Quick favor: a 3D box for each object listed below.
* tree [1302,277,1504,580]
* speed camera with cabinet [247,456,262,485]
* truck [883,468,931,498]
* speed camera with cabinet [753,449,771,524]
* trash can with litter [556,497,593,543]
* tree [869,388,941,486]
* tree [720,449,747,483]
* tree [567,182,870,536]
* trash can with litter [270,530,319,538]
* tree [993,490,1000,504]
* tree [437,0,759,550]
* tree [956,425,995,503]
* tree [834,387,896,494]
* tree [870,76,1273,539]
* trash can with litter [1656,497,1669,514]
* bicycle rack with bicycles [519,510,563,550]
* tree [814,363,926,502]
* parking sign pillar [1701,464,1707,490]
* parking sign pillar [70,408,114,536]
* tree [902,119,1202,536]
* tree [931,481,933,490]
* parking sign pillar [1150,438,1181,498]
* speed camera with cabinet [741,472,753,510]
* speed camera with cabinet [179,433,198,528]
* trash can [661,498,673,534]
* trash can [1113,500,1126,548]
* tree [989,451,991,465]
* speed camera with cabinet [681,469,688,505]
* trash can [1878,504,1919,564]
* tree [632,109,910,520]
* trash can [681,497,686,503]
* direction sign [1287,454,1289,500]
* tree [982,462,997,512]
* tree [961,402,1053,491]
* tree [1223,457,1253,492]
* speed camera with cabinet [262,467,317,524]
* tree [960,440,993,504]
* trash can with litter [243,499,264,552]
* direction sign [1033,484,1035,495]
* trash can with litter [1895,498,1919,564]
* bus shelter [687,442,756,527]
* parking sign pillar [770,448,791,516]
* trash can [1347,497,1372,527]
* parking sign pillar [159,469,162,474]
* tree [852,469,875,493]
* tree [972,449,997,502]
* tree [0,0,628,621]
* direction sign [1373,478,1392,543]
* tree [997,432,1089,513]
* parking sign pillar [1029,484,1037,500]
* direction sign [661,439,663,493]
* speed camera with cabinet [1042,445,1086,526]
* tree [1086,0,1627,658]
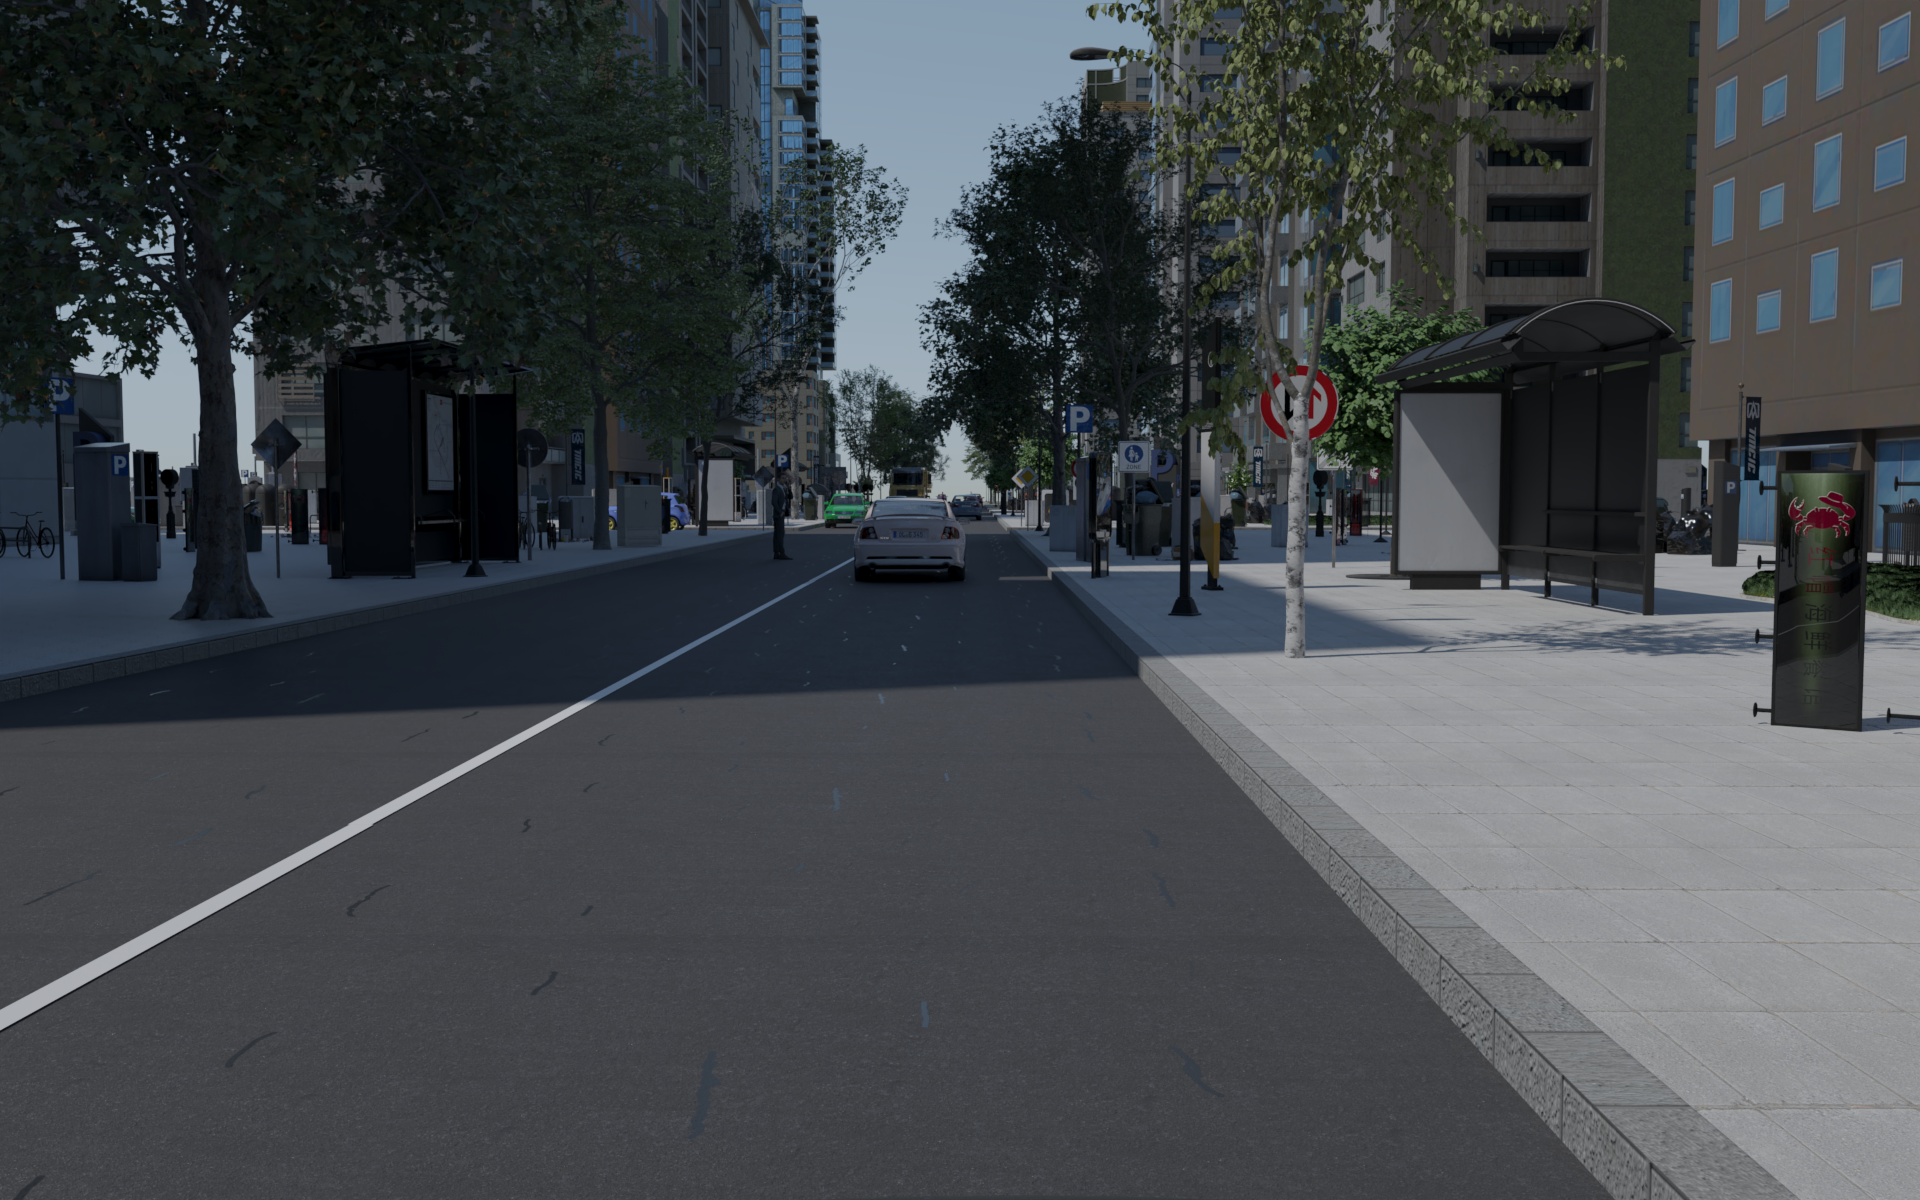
[{"bbox_3d":[6.579,-2.608,26.350,4.285,4.588,4.351,0,3,0],"label":"tree"},{"bbox_3d":[-37.250,-5.835,89.742,2.038,3.252,0.660,-1,4,-12],"label":"speed camera with cabinet"},{"bbox_3d":[-3.653,-8.117,128.640,3.469,3.379,9.791,0,4,2],"label":"truck"},{"bbox_3d":[-8.523,-4.940,75.097,0.660,3.252,2.038,0,4,-8],"label":"speed camera with cabinet"},{"bbox_3d":[-10.305,-2.183,46.754,1.678,1.210,2.233,2,4,27],"label":"trash can with litter"},{"bbox_3d":[-6.606,-18.202,204.260,9.857,13.997,8.962,0,3,0],"label":"tree"},{"bbox_3d":[-17.142,-8.666,125.396,4.285,4.588,4.351,0,3,0],"label":"tree"},{"bbox_3d":[-7.842,-7.226,52.557,8.767,10.594,7.601,-1,4,-14],"label":"tree"},{"bbox_3d":[-19.685,-2.484,51.672,1.678,1.210,2.233,-1,4,-21],"label":"trash can with litter"},{"bbox_3d":[4.820,-14.633,233.842,1.663,3.219,1.824,0,3,0],"label":"tree"},{"bbox_3d":[-8.697,-7.442,39.801,7.486,12.596,7.792,0,3,0],"label":"tree"},{"bbox_3d":[4.626,-23.750,244.199,12.611,20.169,13.585,0,3,0],"label":"tree"},{"bbox_3d":[-6.701,-10.232,117.655,4.360,8.622,3.978,0,3,0],"label":"tree"},{"bbox_3d":[3.608,-6.396,38.984,7.601,10.594,8.767,2,4,30],"label":"tree"},{"bbox_3d":[23.901,-2.904,58.871,0.624,1.170,1.055,0,4,4],"label":"trash can with litter"},{"bbox_3d":[-10.539,-1.646,40.300,2.852,0.926,2.925,-1,4,-13],"label":"bicycle rack with bicycles"},{"bbox_3d":[-7.539,-13.036,138.898,9.928,11.665,9.643,0,3,0],"label":"tree"},{"bbox_3d":[52.691,-8.272,123.720,1.447,3.967,1.447,-2,4,-25],"label":"parking sign pillar"},{"bbox_3d":[-26.867,-3.992,53.749,1.447,3.967,1.447,1,4,21],"label":"parking sign pillar"},{"bbox_3d":[2.920,-8.287,52.498,9.611,12.733,9.660,0,3,0],"label":"tree"},{"bbox_3d":[-6.194,-18.992,294.233,4.285,4.588,4.351,0,3,0],"label":"tree"},{"bbox_3d":[8.938,-5.315,75.375,1.447,3.967,1.447,3,4,36],"label":"parking sign pillar"},{"bbox_3d":[-16.851,-8.741,137.247,0.660,3.252,2.038,3,4,38],"label":"speed camera with cabinet"},{"bbox_3d":[-25.305,-3.833,57.006,0.660,3.252,2.038,-1,4,-19],"label":"speed camera with cabinet"},{"bbox_3d":[-9.671,-2.717,56.079,0.748,1.137,0.748,0,3,0],"label":"trash can"},{"bbox_3d":[4.045,-1.827,41.522,0.748,1.137,0.748,0,3,0],"label":"trash can"},{"bbox_3d":[4.936,-15.194,198.783,4.360,8.622,3.978,0,3,0],"label":"tree"},{"bbox_3d":[-21.931,-8.890,139.686,0.660,3.252,2.038,1,4,11],"label":"speed camera with cabinet"},{"bbox_3d":[13.092,-0.751,23.940,0.748,1.137,0.748,0,3,0],"label":"trash can"},{"bbox_3d":[-9.655,-14.131,86.923,12.611,20.169,13.585,0,3,0],"label":"tree"},{"bbox_3d":[-13.590,-4.407,83.715,0.748,1.137,0.748,0,3,0],"label":"trash can"},{"bbox_3d":[18.525,-6.477,97.900,0.379,3.537,0.876,1,4,13],"label":"direction sign"},{"bbox_3d":[4.290,-8.318,119.707,4.285,4.588,4.351,0,3,0],"label":"tree"},{"bbox_3d":[4.634,-15.279,160.188,12.009,13.543,11.850,0,3,0],"label":"tree"},{"bbox_3d":[14.095,-5.694,87.703,1.663,3.219,1.824,0,3,0],"label":"tree"},{"bbox_3d":[-28.887,-4.918,74.751,2.038,3.252,0.660,-1,4,-21],"label":"speed camera with cabinet"},{"bbox_3d":[3.942,-18.969,228.265,7.486,12.596,7.792,0,3,0],"label":"tree"},{"bbox_3d":[-15.923,-1.641,38.212,1.055,1.170,0.624,-1,4,-10],"label":"trash can with litter"},{"bbox_3d":[4.532,-6.979,106.105,0.876,3.537,0.379,-2,4,-33],"label":"direction sign"},{"bbox_3d":[15.892,-1.090,28.883,1.678,1.210,2.233,1,4,15],"label":"trash can with litter"},{"bbox_3d":[-9.594,-4.670,70.270,2.014,3.302,5.546,0,4,0],"label":"bus shelter"},{"bbox_3d":[-10.362,-6.871,100.807,1.447,3.967,1.447,2,4,23],"label":"parking sign pillar"},{"bbox_3d":[15.735,-3.427,67.684,0.748,1.137,0.748,0,3,0],"label":"trash can"},{"bbox_3d":[-61.742,-8.838,132.972,1.447,3.967,1.447,1,4,15],"label":"parking sign pillar"},{"bbox_3d":[-7.421,-8.284,130.040,1.663,3.219,1.824,0,3,0],"label":"tree"},{"bbox_3d":[5.687,-21.614,279.141,9.928,11.665,9.643,0,3,0],"label":"tree"},{"bbox_3d":[-7.767,-6.164,17.791,9.611,12.733,9.660,0,3,0],"label":"tree"},{"bbox_3d":[11.166,-3.295,45.870,0.876,3.537,0.379,-3,4,-38],"label":"direction sign"},{"bbox_3d":[3.986,-5.606,75.364,4.285,4.588,4.351,0,3,0],"label":"tree"},{"bbox_3d":[4.993,-7.585,112.482,1.447,3.967,1.447,1,4,10],"label":"parking sign pillar"},{"bbox_3d":[-12.072,-4.783,70.195,0.379,3.537,0.876,-1,4,-15],"label":"direction sign"},{"bbox_3d":[4.360,-4.649,70.339,2.038,3.252,0.660,2,4,25],"label":"speed camera with cabinet"},{"bbox_3d":[2.802,-3.861,13.498,4.737,8.622,4.395,0,3,0],"label":"tree"}]
